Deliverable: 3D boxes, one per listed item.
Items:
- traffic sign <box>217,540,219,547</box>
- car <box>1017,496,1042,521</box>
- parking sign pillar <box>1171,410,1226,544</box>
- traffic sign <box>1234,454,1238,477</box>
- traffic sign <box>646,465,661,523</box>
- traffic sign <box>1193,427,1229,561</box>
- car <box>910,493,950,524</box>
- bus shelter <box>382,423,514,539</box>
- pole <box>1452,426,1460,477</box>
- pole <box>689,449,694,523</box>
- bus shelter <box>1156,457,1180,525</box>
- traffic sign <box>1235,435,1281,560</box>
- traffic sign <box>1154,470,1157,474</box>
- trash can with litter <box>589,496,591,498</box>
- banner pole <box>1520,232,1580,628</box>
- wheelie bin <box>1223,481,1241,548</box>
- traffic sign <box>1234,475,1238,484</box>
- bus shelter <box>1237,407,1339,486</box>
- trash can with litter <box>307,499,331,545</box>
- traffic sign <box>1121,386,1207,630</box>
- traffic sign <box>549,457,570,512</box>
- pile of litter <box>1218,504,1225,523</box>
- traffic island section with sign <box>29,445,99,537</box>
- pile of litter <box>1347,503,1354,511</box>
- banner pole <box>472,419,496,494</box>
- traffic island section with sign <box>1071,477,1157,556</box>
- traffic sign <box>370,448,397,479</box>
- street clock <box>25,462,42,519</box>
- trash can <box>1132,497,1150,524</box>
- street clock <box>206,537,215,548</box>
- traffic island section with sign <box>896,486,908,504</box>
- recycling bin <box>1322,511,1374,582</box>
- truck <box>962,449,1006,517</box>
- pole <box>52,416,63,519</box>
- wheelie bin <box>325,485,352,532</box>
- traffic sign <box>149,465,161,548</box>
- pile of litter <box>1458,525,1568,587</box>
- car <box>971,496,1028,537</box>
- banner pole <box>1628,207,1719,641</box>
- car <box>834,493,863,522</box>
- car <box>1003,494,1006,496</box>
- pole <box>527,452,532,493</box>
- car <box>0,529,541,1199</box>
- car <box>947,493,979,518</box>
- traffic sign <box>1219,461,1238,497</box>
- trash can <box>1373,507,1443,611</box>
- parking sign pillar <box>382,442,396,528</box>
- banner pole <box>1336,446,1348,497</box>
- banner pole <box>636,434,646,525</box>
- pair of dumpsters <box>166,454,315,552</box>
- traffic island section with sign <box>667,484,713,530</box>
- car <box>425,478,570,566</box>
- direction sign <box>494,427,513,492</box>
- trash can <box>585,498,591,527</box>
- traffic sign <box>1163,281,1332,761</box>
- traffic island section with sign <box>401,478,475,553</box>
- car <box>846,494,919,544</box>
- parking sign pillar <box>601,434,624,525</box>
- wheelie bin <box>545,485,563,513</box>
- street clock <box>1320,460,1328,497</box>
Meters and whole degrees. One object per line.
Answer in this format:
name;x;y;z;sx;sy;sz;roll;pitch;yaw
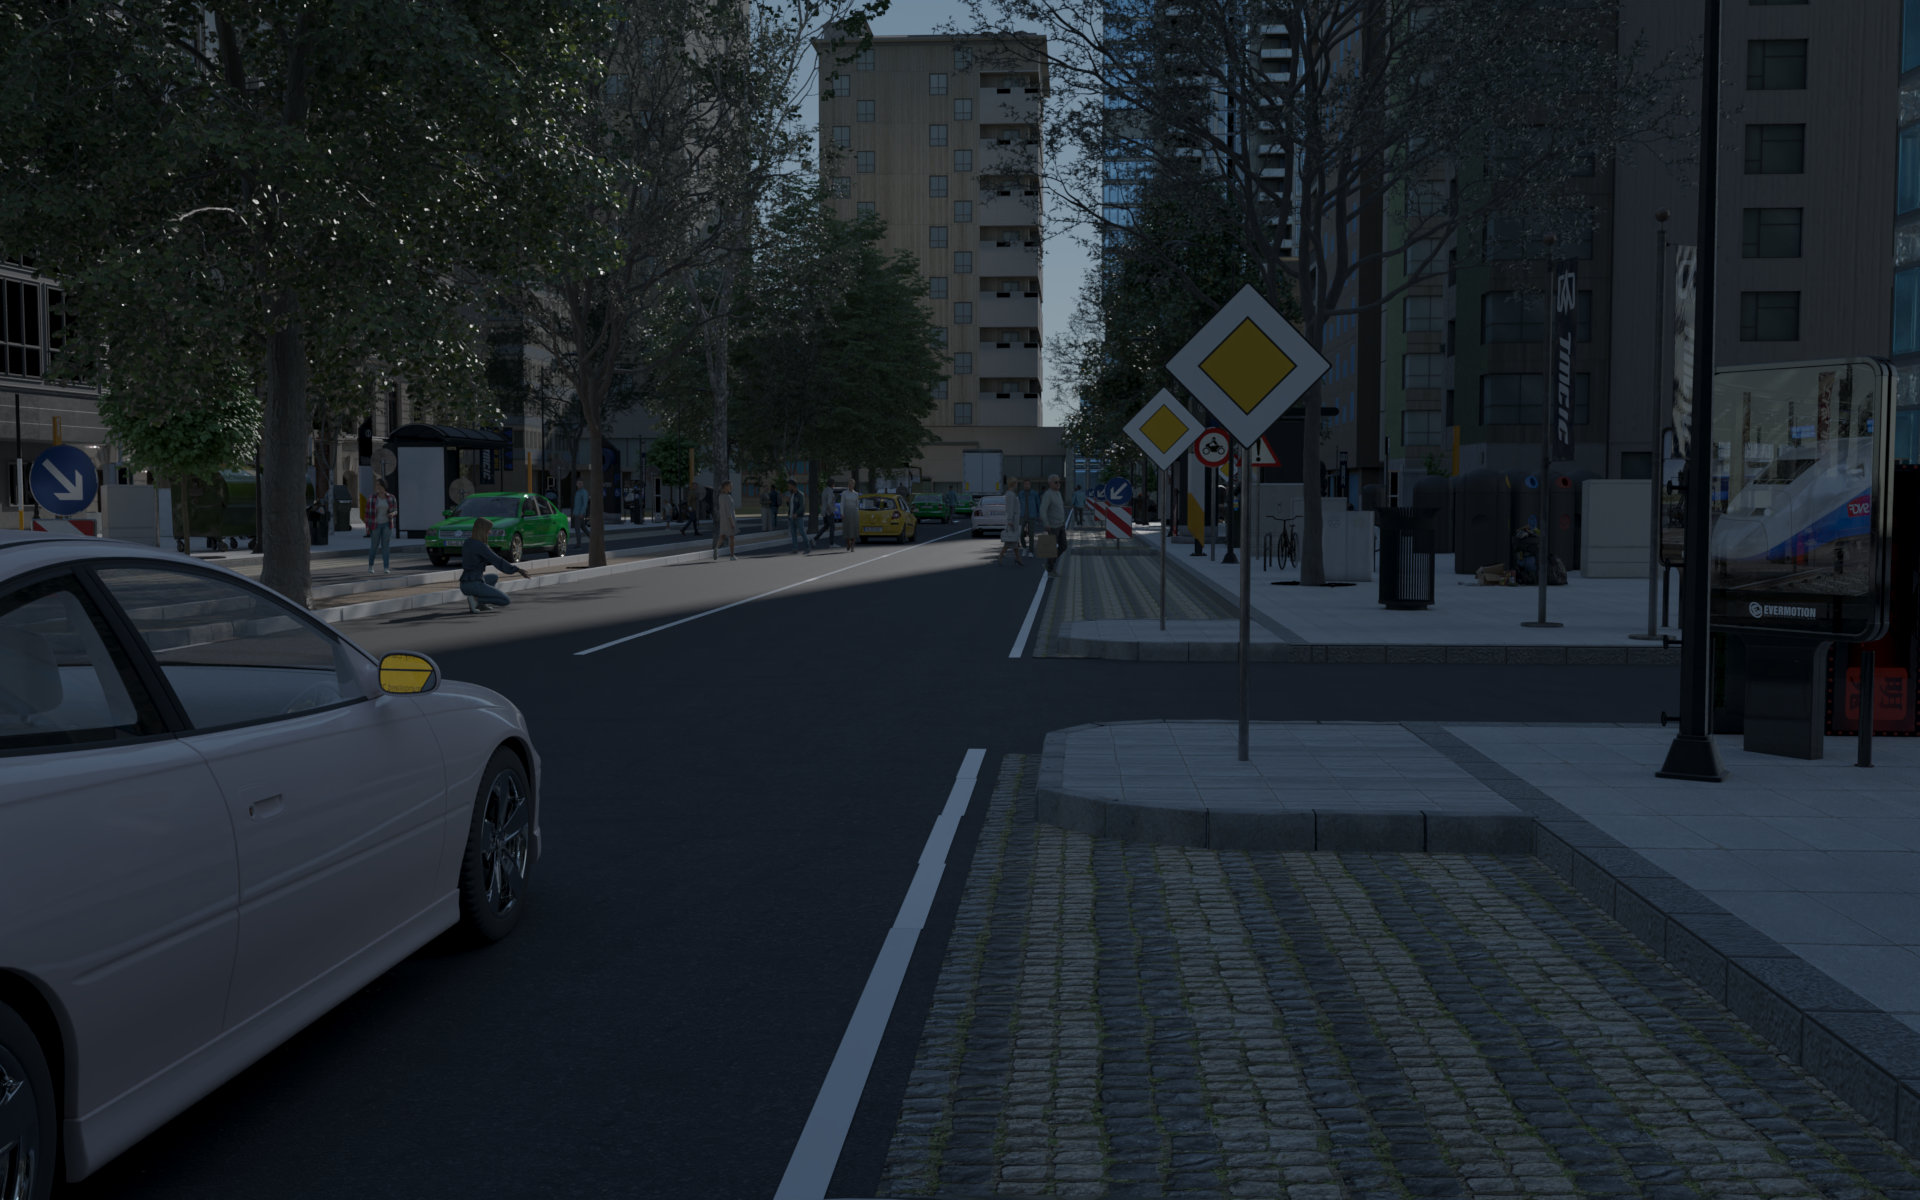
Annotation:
traffic sign;-17.966;-2.558;41.927;0.768;2.556;0.104;0;4;5
car;3.696;-5.056;95.251;1.945;1.354;3.894;0;4;4
parking sign pillar;6.210;-3.457;44.988;1.447;3.967;1.447;-1;4;-23
traffic sign;8.335;-3.270;53.567;0.768;2.556;0.104;0;4;5
traffic sign;-13.627;-4.682;76.656;0.768;2.556;0.104;1;4;10
traffic sign;4.838;-2.015;33.057;0.768;2.556;0.104;1;4;12
car;-1.444;-4.648;84.798;1.959;1.807;4.718;0;4;4
bus shelter;-15.254;-3.553;52.021;2.014;3.302;5.546;0;4;4
pole;14.842;-3.550;51.879;0.158;3.312;0.155;0;3;0
pole;-12.002;-5.122;77.587;0.158;3.312;0.155;0;3;0
bus shelter;8.656;-4.547;68.263;2.014;3.302;5.546;0;4;4
traffic sign;5.803;-2.062;33.711;0.884;2.594;0.081;1;4;12
traffic sign;10.299;-5.508;90.163;0.768;2.556;0.104;1;4;12
trash can with litter;-19.689;-4.926;91.600;1.678;1.210;2.233;1;4;14
banner pole;5.665;-1.617;16.455;0.401;3.779;0.863;0;4;-5
wheelie bin;6.655;-2.044;41.329;0.693;1.594;0.980;0;4;2
traffic sign;11.246;-4.317;70.587;0.884;2.594;0.081;1;4;10
bus shelter;8.382;-4.181;45.991;2.179;5.291;8.768;0;4;4
trash can with litter;-16.292;-1.952;43.298;1.055;1.170;0.624;0;4;5
traffic sign;1.906;-0.771;16.246;0.795;2.450;0.064;0;4;4
traffic sign;-13.891;-3.664;60.018;0.768;2.556;0.104;1;4;9
pile of litter;11.538;-3.819;76.404;1.719;0.858;1.176;1;4;16
traffic island section with sign;-8.248;-0.522;16.674;2.006;1.907;1.989;0;4;4
pile of litter;18.986;-4.376;85.512;1.719;0.858;1.176;-3;5;-42
banner pole;-15.398;-4.021;55.768;0.863;3.779;0.401;-1;4;-18
traffic island section with sign;3.615;-1.972;40.863;1.989;1.847;2.006;0;4;4
traffic sign;-16.018;-2.936;48.104;0.768;2.556;0.104;0;4;6
street clock;-20.726;-2.098;38.870;0.471;2.002;0.358;2;4;32
trash can;7.637;-3.764;73.202;0.748;1.137;0.748;0;3;0
street clock;-17.799;-2.237;41.144;0.358;2.002;0.471;-3;5;-40
traffic island section with sign;-3.142;-5.107;91.639;2.006;1.907;1.989;0;4;4
recycling bin;5.748;-0.801;25.647;0.722;1.027;0.722;1;4;16
truck;1.591;-7.631;113.686;2.839;4.237;11.283;0;4;2
pole;-23.726;-3.165;45.585;0.158;3.312;0.155;0;3;0
wheelie bin;-21.337;-3.148;59.381;0.693;1.594;0.980;2;4;29
traffic sign;-16.955;-2.229;36.548;0.768;2.556;0.104;1;4;13
pile of litter;7.835;-0.644;24.487;1.719;0.858;1.176;0;4;-3
car;1.381;-2.840;58.799;2.083;1.381;4.827;0;4;3
banner pole;6.346;-1.547;15.317;0.863;3.779;0.401;-1;4;-23
car;-5.603;-4.856;88.995;1.945;1.707;3.694;0;4;3
car;3.502;-8.647;153.169;2.131;1.459;4.920;0;4;3
pole;-20.832;-5.506;83.874;0.158;3.312;0.155;0;3;0
car;-2.459;0.502;4.158;2.083;1.381;4.827;0;4;3
car;0.108;-5.798;103.597;1.959;1.807;4.718;0;4;3
traffic sign;8.227;-3.193;53.388;0.795;2.450;0.064;1;4;10
trash can;4.974;-0.466;19.265;0.748;1.137;0.748;0;3;0
parking sign pillar;-21.192;-4.720;65.640;1.447;3.967;1.447;-1;4;-17
banner pole;19.651;-6.080;89.429;0.863;3.779;0.401;-1;4;-19
banner pole;-13.209;-5.019;72.076;0.401;3.779;0.863;-2;4;-30
pair of dumpsters;-16.622;-2.300;40.103;1.574;2.255;4.437;0;4;4
traffic island section with sign;-10.548;-3.716;69.389;1.989;1.847;2.006;0;4;4
car;-9.578;-1.668;36.062;1.959;1.807;4.718;0;4;6
direction sign;-15.506;-4.074;58.603;0.379;3.537;0.876;3;5;42
trash can;-14.239;-3.395;67.167;0.748;1.137;0.748;0;3;0
traffic sign;1.362;-0.284;8.280;0.795;2.450;0.064;0;4;4
traffic island section with sign;-12.377;-2.071;42.496;1.989;1.847;2.006;0;4;4
car;-2.283;-2.497;51.049;2.015;1.641;3.980;0;4;6
parking sign pillar;-14.971;-5.191;73.348;1.447;3.967;1.447;2;4;35
wheelie bin;-14.996;-3.413;63.715;0.693;1.594;0.980;-2;4;-27
street clock;7.542;-1.973;36.821;0.358;2.002;0.471;-2;4;-25
